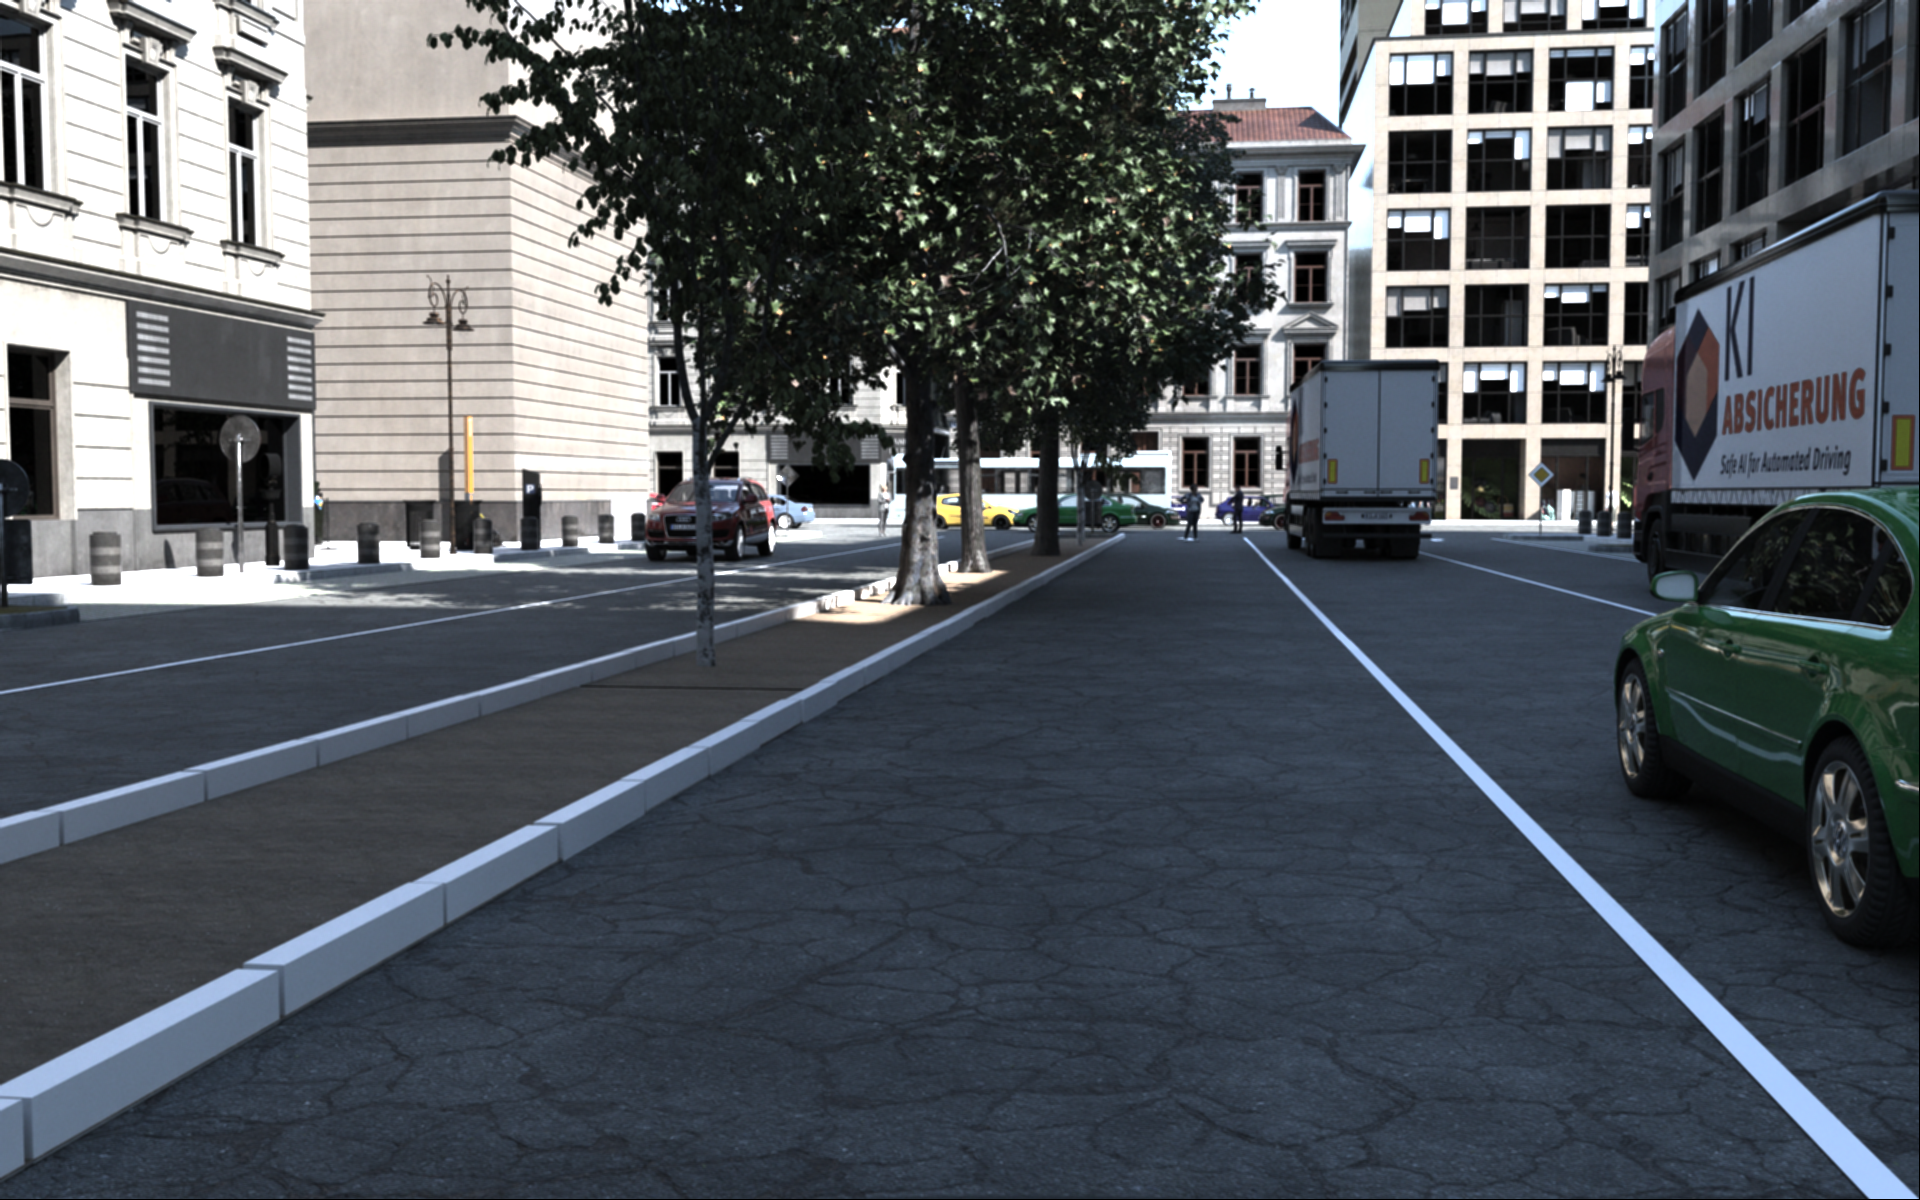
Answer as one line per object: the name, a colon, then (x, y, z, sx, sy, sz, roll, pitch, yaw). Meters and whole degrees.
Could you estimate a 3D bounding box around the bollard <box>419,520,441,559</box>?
bollard: (-10.569, -1.212, 34.541, 0.404, 0.777, 0.398, 0, 3, 0)

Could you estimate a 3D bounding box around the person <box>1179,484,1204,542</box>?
person: (7.030, -2.637, 52.331, 0.841, 1.734, 0.376, -1, 4, -14)

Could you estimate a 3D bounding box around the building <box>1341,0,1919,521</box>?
building: (38.139, -17.531, 91.154, 34.151, 26.468, 19.350, 0, 4, 8)

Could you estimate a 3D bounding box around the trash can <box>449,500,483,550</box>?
trash can: (-11.325, -1.716, 39.714, 0.748, 1.137, 0.748, 0, 3, 0)

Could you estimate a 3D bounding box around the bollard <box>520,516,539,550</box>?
bollard: (-9.856, -1.525, 39.659, 0.404, 0.777, 0.398, 0, 3, 0)

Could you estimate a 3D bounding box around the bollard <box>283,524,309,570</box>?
bollard: (-11.282, -0.900, 29.436, 0.404, 0.777, 0.398, 0, 3, 0)

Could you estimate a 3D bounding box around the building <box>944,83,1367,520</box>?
building: (9.882, -15.575, 90.800, 21.152, 22.565, 11.583, 0, 4, 8)

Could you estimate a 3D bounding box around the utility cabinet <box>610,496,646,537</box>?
utility cabinet: (-9.924, -2.489, 51.862, 1.020, 1.237, 0.306, 1, 4, 8)

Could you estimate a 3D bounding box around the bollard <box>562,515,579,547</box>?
bollard: (-9.506, -1.682, 42.218, 0.404, 0.777, 0.398, 0, 3, 0)

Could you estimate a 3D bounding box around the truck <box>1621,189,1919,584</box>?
truck: (10.579, -1.983, 21.337, 2.839, 4.237, 11.283, 1, 4, 10)

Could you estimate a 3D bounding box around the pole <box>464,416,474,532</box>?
pole: (-12.923, -3.164, 45.575, 0.158, 3.312, 0.155, 0, 3, 0)

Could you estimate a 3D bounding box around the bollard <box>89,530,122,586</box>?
bollard: (-11.993, -0.587, 24.312, 0.404, 0.777, 0.398, 0, 3, 0)

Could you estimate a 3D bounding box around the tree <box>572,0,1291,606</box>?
tree: (-0.513, -6.288, 22.279, 9.611, 12.733, 9.660, 0, 3, 0)

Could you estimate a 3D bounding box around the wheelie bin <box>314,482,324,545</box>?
wheelie bin: (-16.573, -2.203, 43.934, 0.980, 1.594, 0.693, 0, 4, 4)

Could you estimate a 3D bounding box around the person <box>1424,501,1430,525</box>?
person: (21.281, -4.183, 79.107, 0.471, 1.553, 0.569, 2, 4, 31)

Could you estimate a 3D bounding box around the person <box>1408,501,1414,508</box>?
person: (15.269, -2.804, 58.600, 0.590, 1.304, 0.306, 2, 4, 30)

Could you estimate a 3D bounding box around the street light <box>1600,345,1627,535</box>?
street light: (20.241, -4.951, 53.743, 0.468, 5.910, 1.993, 0, 4, 8)

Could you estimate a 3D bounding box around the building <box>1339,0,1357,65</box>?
building: (51.952, -46.430, 197.389, 20.563, 71.187, 20.611, 0, 4, 8)

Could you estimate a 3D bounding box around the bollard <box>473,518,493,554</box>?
bollard: (-10.217, -1.369, 37.095, 0.404, 0.777, 0.398, 0, 3, 0)

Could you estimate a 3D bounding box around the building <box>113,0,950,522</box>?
building: (-21.974, -19.698, 98.470, 44.131, 29.872, 17.030, 0, 4, 8)

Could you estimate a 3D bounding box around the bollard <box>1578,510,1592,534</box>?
bollard: (19.922, -2.475, 55.188, 0.404, 0.777, 0.398, 0, 3, 0)

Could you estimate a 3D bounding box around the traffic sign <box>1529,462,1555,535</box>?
traffic sign: (18.254, -3.106, 54.422, 0.795, 2.450, 0.064, 0, 4, 8)

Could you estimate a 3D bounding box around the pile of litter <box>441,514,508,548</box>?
pile of litter: (-11.836, -1.716, 42.014, 1.719, 0.858, 1.176, -1, 4, -19)

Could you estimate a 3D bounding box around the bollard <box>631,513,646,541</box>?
bollard: (-8.789, -1.995, 47.341, 0.404, 0.777, 0.398, 0, 3, 0)

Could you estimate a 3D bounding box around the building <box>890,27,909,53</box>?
building: (-4.115, -31.286, 166.142, 22.147, 44.769, 28.867, 0, 4, 8)

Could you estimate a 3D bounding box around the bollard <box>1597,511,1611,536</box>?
bollard: (19.570, -2.319, 52.635, 0.404, 0.777, 0.398, 0, 3, 0)

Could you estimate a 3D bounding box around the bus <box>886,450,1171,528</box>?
bus: (2.534, -4.938, 75.600, 13.247, 3.499, 2.948, 0, 4, 7)

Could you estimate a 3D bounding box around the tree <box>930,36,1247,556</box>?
tree: (1.997, -7.999, 39.897, 9.857, 13.997, 8.962, 0, 3, 0)

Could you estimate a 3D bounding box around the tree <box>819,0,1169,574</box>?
tree: (0.086, -7.418, 31.165, 7.806, 13.903, 7.818, 0, 3, 0)

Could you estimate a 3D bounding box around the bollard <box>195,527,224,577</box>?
bollard: (-11.642, -0.744, 26.877, 0.404, 0.777, 0.398, 0, 3, 0)

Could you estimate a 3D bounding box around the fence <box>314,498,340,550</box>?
fence: (-15.037, -1.791, 40.493, 0.480, 1.192, 2.264, -2, 4, -34)

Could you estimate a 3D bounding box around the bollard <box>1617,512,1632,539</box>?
bollard: (19.215, -2.163, 50.082, 0.404, 0.777, 0.398, 0, 3, 0)

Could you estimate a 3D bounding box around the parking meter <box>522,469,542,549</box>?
parking meter: (-9.988, -2.125, 40.450, 0.399, 1.863, 0.255, 0, 4, -1)

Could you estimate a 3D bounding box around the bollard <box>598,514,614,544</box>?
bollard: (-9.146, -1.839, 44.781, 0.404, 0.777, 0.398, 0, 3, 0)

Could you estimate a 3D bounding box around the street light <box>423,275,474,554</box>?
street light: (-10.787, -3.907, 36.675, 0.468, 5.910, 1.993, 0, 4, 8)

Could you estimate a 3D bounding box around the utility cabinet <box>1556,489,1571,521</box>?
utility cabinet: (28.846, -4.534, 82.816, 0.318, 1.500, 1.173, 3, 4, 36)

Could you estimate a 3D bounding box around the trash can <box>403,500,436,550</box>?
trash can: (-12.459, -1.731, 39.958, 0.748, 1.137, 0.748, 0, 3, 0)

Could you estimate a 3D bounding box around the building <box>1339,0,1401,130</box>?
building: (46.986, -32.939, 162.248, 21.300, 48.544, 21.600, 0, 4, 8)

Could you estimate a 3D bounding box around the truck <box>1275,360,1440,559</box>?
truck: (9.372, -3.235, 41.798, 2.839, 4.237, 11.283, 0, 4, 6)

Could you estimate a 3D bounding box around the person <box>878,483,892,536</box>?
person: (-2.551, -3.101, 59.378, 0.537, 1.800, 0.526, -2, 4, -24)

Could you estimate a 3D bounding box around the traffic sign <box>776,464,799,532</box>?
traffic sign: (-5.756, -3.311, 57.777, 0.795, 2.450, 0.064, 0, 4, 8)

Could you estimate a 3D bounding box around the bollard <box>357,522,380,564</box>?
bollard: (-10.927, -1.056, 31.989, 0.404, 0.777, 0.398, 0, 3, 0)

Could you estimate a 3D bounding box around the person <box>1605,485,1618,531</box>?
person: (25.319, -3.583, 67.305, 0.478, 1.798, 0.641, 1, 4, 22)

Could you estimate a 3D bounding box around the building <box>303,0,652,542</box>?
building: (-22.976, -15.618, 52.622, 25.104, 27.353, 12.463, 0, 4, 8)

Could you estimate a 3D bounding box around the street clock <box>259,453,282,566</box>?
street clock: (-12.285, -1.610, 30.898, 0.358, 2.002, 0.471, -3, 5, -44)

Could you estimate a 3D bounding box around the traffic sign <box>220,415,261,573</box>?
traffic sign: (-11.638, -1.705, 27.983, 0.768, 2.556, 0.104, 1, 4, 15)

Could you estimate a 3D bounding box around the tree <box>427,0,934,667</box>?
tree: (-2.100, -3.733, 13.859, 4.737, 8.622, 4.395, 0, 3, 0)

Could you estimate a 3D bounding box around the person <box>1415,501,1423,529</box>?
person: (18.812, -3.829, 71.226, 0.434, 1.807, 0.598, 1, 4, 13)

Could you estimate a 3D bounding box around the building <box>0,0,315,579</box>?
building: (-23.276, -14.636, 15.708, 17.030, 29.872, 44.131, 0, 4, 8)

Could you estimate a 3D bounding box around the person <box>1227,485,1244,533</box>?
person: (10.032, -3.317, 63.183, 0.568, 1.767, 0.683, 2, 4, 27)
